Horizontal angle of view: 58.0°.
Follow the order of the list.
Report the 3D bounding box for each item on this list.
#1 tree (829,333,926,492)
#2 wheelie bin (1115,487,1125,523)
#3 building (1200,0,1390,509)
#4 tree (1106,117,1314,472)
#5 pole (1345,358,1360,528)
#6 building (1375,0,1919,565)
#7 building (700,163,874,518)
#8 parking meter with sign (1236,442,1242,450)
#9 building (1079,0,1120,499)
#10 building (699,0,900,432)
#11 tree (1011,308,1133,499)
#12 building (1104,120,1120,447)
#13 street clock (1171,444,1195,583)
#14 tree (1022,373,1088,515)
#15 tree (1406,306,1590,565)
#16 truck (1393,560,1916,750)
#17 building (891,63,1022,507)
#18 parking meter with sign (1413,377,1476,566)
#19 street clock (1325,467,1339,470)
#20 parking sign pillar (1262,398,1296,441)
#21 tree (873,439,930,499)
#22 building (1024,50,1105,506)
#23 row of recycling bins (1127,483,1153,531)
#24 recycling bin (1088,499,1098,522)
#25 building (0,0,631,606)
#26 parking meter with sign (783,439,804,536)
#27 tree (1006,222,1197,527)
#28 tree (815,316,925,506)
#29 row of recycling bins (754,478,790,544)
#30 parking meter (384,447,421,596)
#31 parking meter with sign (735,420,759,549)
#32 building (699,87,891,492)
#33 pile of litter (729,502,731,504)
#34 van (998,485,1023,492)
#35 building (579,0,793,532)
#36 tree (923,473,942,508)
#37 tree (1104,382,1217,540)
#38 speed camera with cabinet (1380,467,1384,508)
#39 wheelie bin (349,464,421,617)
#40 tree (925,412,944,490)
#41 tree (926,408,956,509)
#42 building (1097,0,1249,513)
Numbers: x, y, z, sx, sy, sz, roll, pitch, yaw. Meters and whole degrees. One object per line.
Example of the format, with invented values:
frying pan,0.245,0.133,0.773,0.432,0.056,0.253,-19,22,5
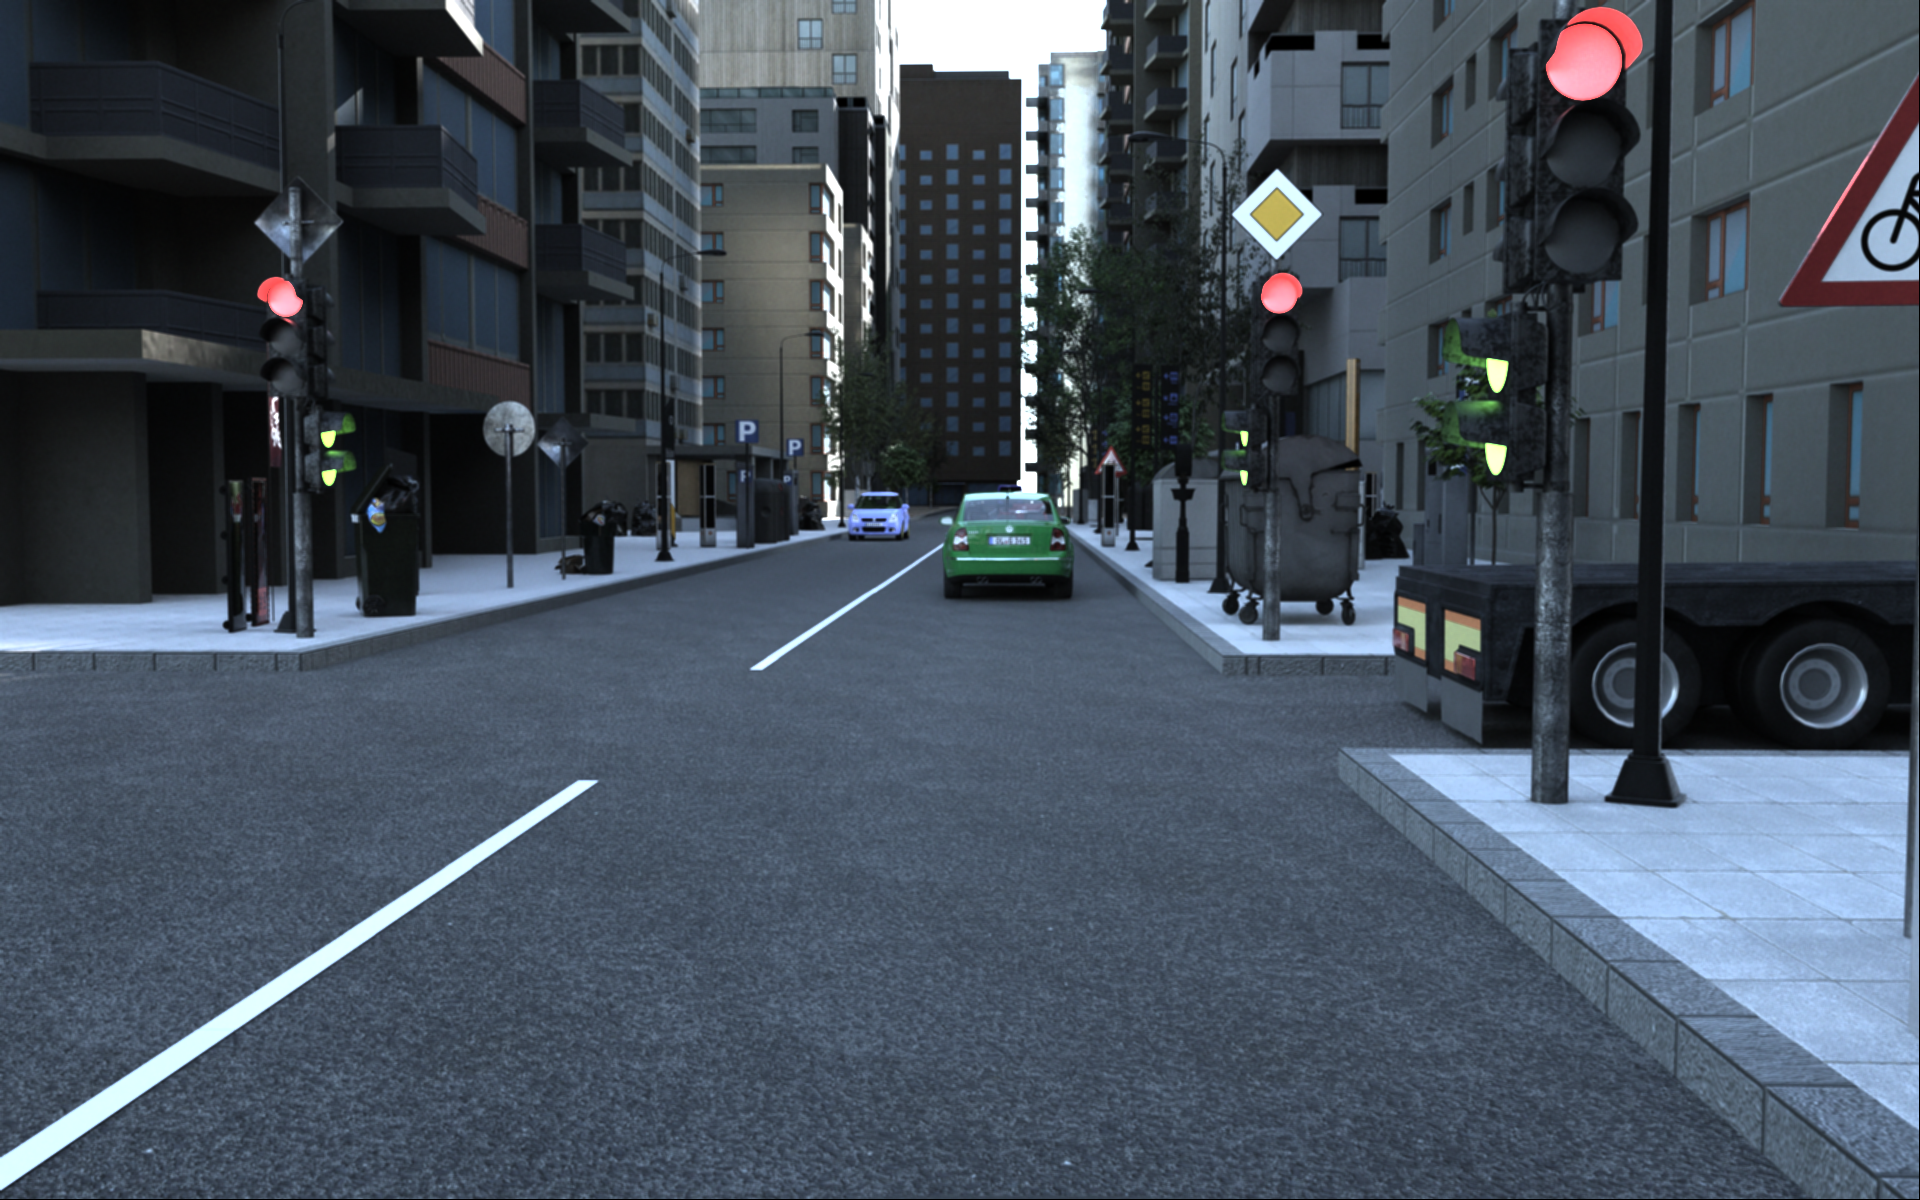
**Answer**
tree,-4.048,-7.867,78.984,4.360,8.622,3.978,0,3,0
wheelie bin,6.805,-4.202,76.615,0.980,1.594,0.693,-3,4,-38
building,24.775,-29.469,71.049,28.713,52.752,27.495,0,4,2
tree,4.767,-5.180,35.052,4.360,8.622,3.978,0,3,0
pole,5.930,-1.979,26.199,0.158,3.312,0.155,0,3,0
building,24.465,-11.245,28.896,28.899,21.520,27.650,0,4,2
building,-20.299,-15.941,105.671,27.650,21.520,28.899,0,4,2
parking meter with sign,10.109,-3.766,57.843,1.738,3.016,0.543,0,4,-4
building,21.171,-43.607,151.227,20.563,71.187,20.611,0,4,2
building,-19.030,-34.229,148.884,27.495,52.752,28.713,0,4,2
tree,6.015,-9.047,82.324,7.601,10.594,8.767,1,4,15
building,18.112,-22.208,134.797,14.160,30.474,14.107,0,4,2
street clock,3.222,-1.252,25.034,0.358,2.002,0.471,0,4,4
tree,6.025,-9.437,104.654,4.737,8.622,4.395,0,3,0
tree,5.441,-1.433,18.038,1.663,3.219,1.824,0,3,0
truck,12.279,-1.248,10.163,18.799,4.110,2.967,0,4,3
building,-0.546,-32.635,183.699,14.200,45.320,14.600,0,4,2
parking meter with sign,7.344,-1.823,26.066,0.543,3.016,1.738,-1,4,-10
street clock,9.853,-2.537,46.044,0.471,2.002,0.358,-2,4,-28
parking sign pillar,7.557,-3.248,41.569,1.447,3.967,1.447,-1,4,-15
tree,-3.479,-7.081,99.493,4.285,4.588,4.351,0,3,0
building,22.208,-34.721,187.290,30.456,49.044,23.786,0,4,2
row of recycling bins,7.323,-3.289,60.896,3.534,1.692,1.069,3,5,44
recycling bin,6.470,-4.204,81.290,0.722,1.027,0.722,-2,4,-35
building,-18.757,-23.062,31.688,22.147,44.769,28.867,0,4,2
parking meter with sign,-5.321,-3.522,53.846,0.543,3.016,1.738,1,4,9
tree,5.516,-8.675,67.584,9.928,11.665,9.643,0,3,0
tree,-4.319,-7.471,72.513,4.737,8.622,4.395,0,3,0
row of recycling bins,-5.214,-2.408,46.477,1.069,1.692,3.534,0,4,2
parking meter,-7.023,-0.986,21.828,0.399,1.863,0.255,-2,4,-31
parking meter with sign,-5.131,-2.764,41.457,0.543,3.016,1.738,-1,4,-10
building,-12.567,-21.707,126.610,14.160,30.474,14.107,0,4,2
pile of litter,-12.105,-4.589,89.000,1.176,0.858,1.719,0,4,-4
van,3.478,-7.109,120.609,2.240,2.365,5.245,0,4,1
building,-23.278,-22.904,66.366,32.217,40.220,23.993,0,4,2
tree,-2.352,-10.224,161.765,1.663,3.219,1.824,0,3,0
tree,5.573,-3.981,48.798,4.285,4.588,4.351,0,3,0
speed camera with cabinet,13.812,-3.746,55.586,0.660,3.252,2.038,1,4,13
wheelie bin,-6.070,-0.639,18.350,0.693,1.594,0.980,-2,4,-25
tree,-3.339,-9.843,111.294,4.737,8.622,4.395,0,3,0
tree,-2.466,-12.144,148.922,4.360,8.622,3.978,0,3,0
building,20.373,-27.989,112.245,22.147,44.769,28.867,0,4,2
